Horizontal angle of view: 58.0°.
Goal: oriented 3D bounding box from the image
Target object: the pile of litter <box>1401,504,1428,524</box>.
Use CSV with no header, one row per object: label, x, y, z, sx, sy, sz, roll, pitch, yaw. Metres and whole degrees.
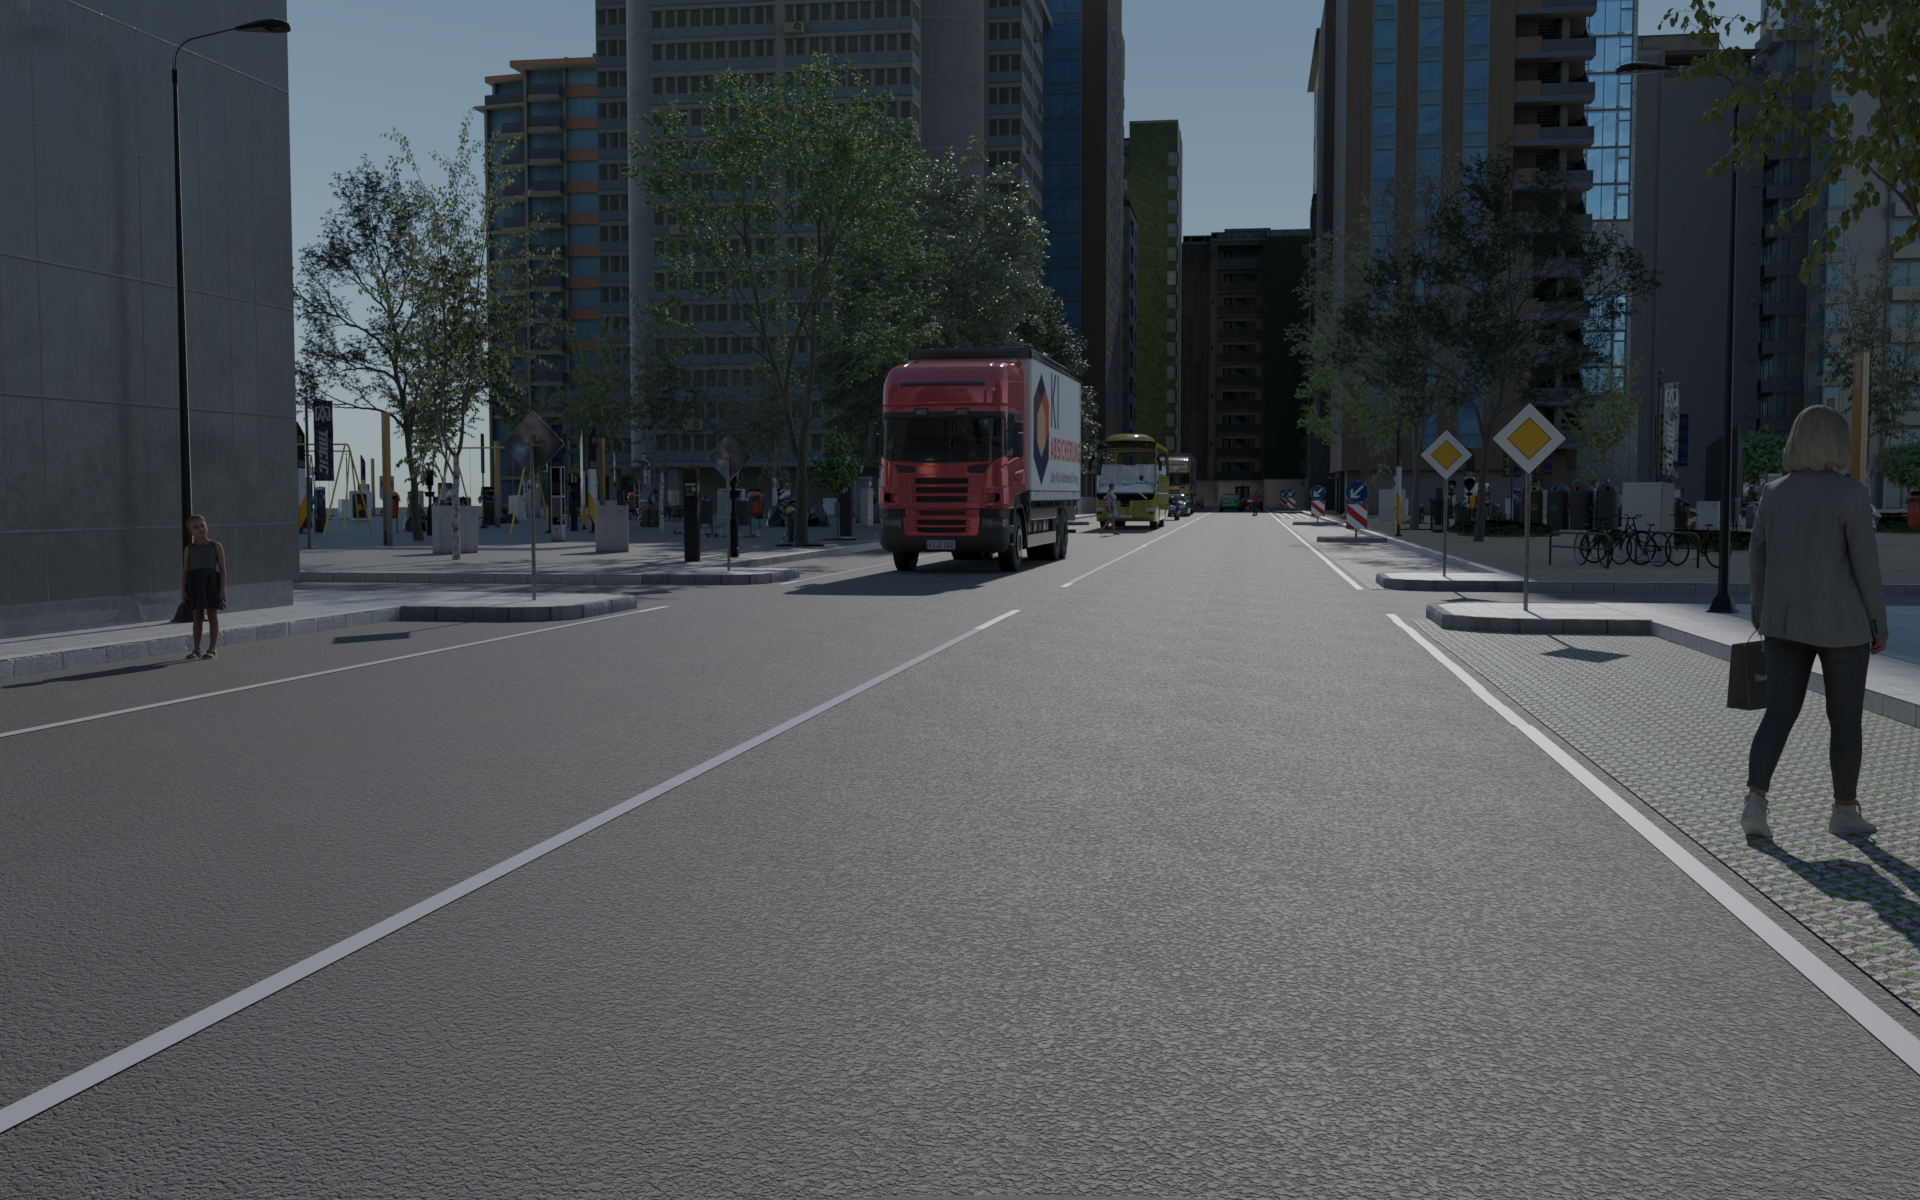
pile of litter,19.591,-3.714,74.684,1.176,0.858,1.719,1,4,19

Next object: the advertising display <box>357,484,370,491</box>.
advertising display,-38.011,-6.435,110.429,0.974,1.923,0.123,2,4,28

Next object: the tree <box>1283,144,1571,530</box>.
tree,16.258,-9.224,61.185,12.009,13.543,11.850,0,3,0

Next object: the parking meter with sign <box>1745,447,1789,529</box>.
parking meter with sign,30.007,-4.157,64.227,1.738,3.016,0.543,-1,4,-18

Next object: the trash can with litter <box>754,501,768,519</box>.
trash can with litter,-10.092,-4.734,88.785,1.055,1.170,0.624,1,4,12

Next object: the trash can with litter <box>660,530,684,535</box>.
trash can with litter,-8.424,-2.690,55.035,2.233,1.210,1.678,1,4,17

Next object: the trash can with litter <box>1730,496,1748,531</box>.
trash can with litter,25.964,-2.845,57.575,1.678,1.210,2.233,2,4,35

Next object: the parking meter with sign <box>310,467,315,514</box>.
parking meter with sign,-41.646,-6.952,109.930,1.738,3.016,0.543,2,4,32

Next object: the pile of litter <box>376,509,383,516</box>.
pile of litter,-33.526,-5.308,100.754,1.176,0.858,1.719,-3,5,-44

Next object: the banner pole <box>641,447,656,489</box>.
banner pole,-16.653,-6.255,92.278,0.401,3.779,0.863,3,5,40

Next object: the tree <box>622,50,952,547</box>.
tree,-4.003,-7.115,42.079,9.928,11.665,9.643,0,3,0

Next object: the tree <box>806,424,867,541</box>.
tree,-3.535,-3.278,48.203,1.663,3.219,1.824,0,3,0

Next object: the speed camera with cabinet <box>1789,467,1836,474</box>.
speed camera with cabinet,34.019,-4.568,69.019,0.660,3.252,2.038,-2,4,-24

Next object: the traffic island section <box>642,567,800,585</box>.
traffic island section,-3.874,-0.403,28.866,2.009,0.180,2.903,1,4,9

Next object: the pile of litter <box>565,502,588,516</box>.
pile of litter,-22.753,-5.393,102.134,1.719,0.858,1.176,0,4,-5

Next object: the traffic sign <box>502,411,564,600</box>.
traffic sign,-5.156,-1.057,20.922,0.795,2.450,0.064,1,4,9

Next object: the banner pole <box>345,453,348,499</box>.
banner pole,-37.640,-7.117,106.381,0.401,3.779,0.863,-1,4,-15

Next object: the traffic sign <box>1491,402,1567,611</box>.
traffic sign,6.230,-0.941,19.020,0.795,2.450,0.064,1,4,9

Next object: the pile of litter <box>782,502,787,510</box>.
pile of litter,-9.580,-4.830,92.941,1.176,0.858,1.719,3,4,38

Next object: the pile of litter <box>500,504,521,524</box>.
pile of litter,-19.997,-3.764,75.512,1.719,0.858,1.176,-1,4,-15

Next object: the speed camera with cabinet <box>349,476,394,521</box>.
speed camera with cabinet,-28.065,-5.398,82.589,2.038,3.252,0.660,-1,4,-22

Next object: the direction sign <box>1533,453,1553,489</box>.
direction sign,23.837,-4.825,70.882,0.379,3.537,0.876,-3,4,-39

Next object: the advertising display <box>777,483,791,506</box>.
advertising display,-10.746,-6.111,105.126,0.974,1.923,0.123,-2,4,-27

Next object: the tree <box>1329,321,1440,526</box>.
tree,17.507,-7.349,70.521,4.737,8.622,4.395,0,3,0

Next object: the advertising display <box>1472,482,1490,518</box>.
advertising display,27.983,-5.372,93.046,0.974,1.923,0.123,0,4,-7

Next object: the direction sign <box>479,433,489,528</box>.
direction sign,-17.853,-4.454,64.827,0.379,3.537,0.876,-1,4,-8

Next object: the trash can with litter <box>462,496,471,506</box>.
trash can with litter,-25.968,-4.805,89.621,2.233,1.210,1.678,-2,4,-34

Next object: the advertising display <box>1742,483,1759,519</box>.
advertising display,40.600,-5.113,88.818,0.974,1.923,0.123,0,4,7

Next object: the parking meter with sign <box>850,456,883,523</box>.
parking meter with sign,-4.251,-4.900,76.373,1.738,3.016,0.543,2,4,24

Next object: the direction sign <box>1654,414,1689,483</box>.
direction sign,20.113,-3.488,49.029,0.876,3.537,0.379,2,4,26

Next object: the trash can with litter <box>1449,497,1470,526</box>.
trash can with litter,17.920,-3.144,62.795,1.055,1.170,0.624,1,4,14

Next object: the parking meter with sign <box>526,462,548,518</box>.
parking meter with sign,-23.091,-5.968,93.842,1.738,3.016,0.543,3,4,36

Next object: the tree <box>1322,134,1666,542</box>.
tree,13.889,-6.826,46.014,8.767,10.594,7.601,1,4,11

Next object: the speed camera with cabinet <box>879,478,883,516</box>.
speed camera with cabinet,-3.696,-6.249,96.499,0.660,3.252,2.038,-3,5,-40

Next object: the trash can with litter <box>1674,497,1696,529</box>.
trash can with litter,26.835,-3.214,63.928,1.055,1.170,0.624,0,4,-4

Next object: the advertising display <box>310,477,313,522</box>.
advertising display,-25.139,-3.728,66.160,0.123,1.923,0.974,2,4,25

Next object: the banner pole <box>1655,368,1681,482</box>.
banner pole,13.933,-2.705,34.238,0.401,3.779,0.863,-1,4,-15

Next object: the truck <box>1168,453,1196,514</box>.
truck,15.137,-8.109,121.501,2.839,4.237,11.283,1,4,10

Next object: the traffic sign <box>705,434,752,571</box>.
traffic sign,-3.850,-1.539,28.800,0.795,2.450,0.064,1,4,9

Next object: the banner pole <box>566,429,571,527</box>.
banner pole,-15.122,-4.706,66.959,0.401,3.779,0.863,0,4,-4

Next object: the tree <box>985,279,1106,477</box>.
tree,3.345,-10.656,91.240,9.611,12.733,9.660,0,3,0

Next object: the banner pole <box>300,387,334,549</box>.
banner pole,-15.127,-3.104,40.768,0.863,3.779,0.401,0,4,1

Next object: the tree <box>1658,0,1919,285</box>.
tree,7.153,-3.774,12.063,4.737,8.622,4.395,0,3,0

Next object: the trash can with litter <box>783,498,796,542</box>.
trash can with litter,-4.473,-2.118,46.013,0.624,1.170,1.055,-2,4,-24

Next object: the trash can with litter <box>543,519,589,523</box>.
trash can with litter,-17.823,-4.113,78.298,2.233,1.210,1.678,1,4,15

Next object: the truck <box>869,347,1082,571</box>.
truck,0.601,-2.855,35.597,2.839,4.237,11.283,1,4,11

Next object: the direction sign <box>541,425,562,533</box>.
direction sign,-13.430,-3.952,56.616,0.876,3.537,0.379,0,4,1

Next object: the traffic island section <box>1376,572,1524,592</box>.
traffic island section,7.561,-0.287,26.972,2.009,0.180,2.903,1,4,9

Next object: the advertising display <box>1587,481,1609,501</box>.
advertising display,30.335,-4.721,82.408,0.974,1.923,0.123,0,4,7

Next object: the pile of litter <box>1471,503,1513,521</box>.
pile of litter,25.347,-4.148,81.792,1.176,0.858,1.719,-3,5,-45

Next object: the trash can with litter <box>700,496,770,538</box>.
trash can with litter,-6.847,-2.476,51.532,2.233,1.210,1.678,0,4,3

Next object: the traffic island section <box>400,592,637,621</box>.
traffic island section,-5.181,0.079,20.988,2.009,0.180,2.903,1,4,9

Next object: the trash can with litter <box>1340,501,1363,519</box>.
trash can with litter,19.778,-4.661,87.600,1.055,1.170,0.624,0,4,-7

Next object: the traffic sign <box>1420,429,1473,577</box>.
traffic sign,7.536,-1.422,26.898,0.795,2.450,0.064,1,4,9

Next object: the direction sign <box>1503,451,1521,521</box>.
direction sign,25.250,-5.337,79.254,0.876,3.537,0.379,3,5,44

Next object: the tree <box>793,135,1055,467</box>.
tree,-1.262,-9.516,62.244,9.857,13.997,8.962,0,3,0

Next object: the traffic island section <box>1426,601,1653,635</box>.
traffic island section,6.254,0.195,19.094,2.009,0.180,2.903,1,4,9

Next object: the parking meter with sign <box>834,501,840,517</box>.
parking meter with sign,-6.351,-6.298,99.235,1.738,3.016,0.543,-2,4,-24

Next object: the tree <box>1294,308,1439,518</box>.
tree,21.957,-10.264,93.578,9.928,11.665,9.643,0,3,0

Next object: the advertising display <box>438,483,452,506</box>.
advertising display,-28.746,-5.597,96.730,0.123,1.923,0.974,2,4,31
